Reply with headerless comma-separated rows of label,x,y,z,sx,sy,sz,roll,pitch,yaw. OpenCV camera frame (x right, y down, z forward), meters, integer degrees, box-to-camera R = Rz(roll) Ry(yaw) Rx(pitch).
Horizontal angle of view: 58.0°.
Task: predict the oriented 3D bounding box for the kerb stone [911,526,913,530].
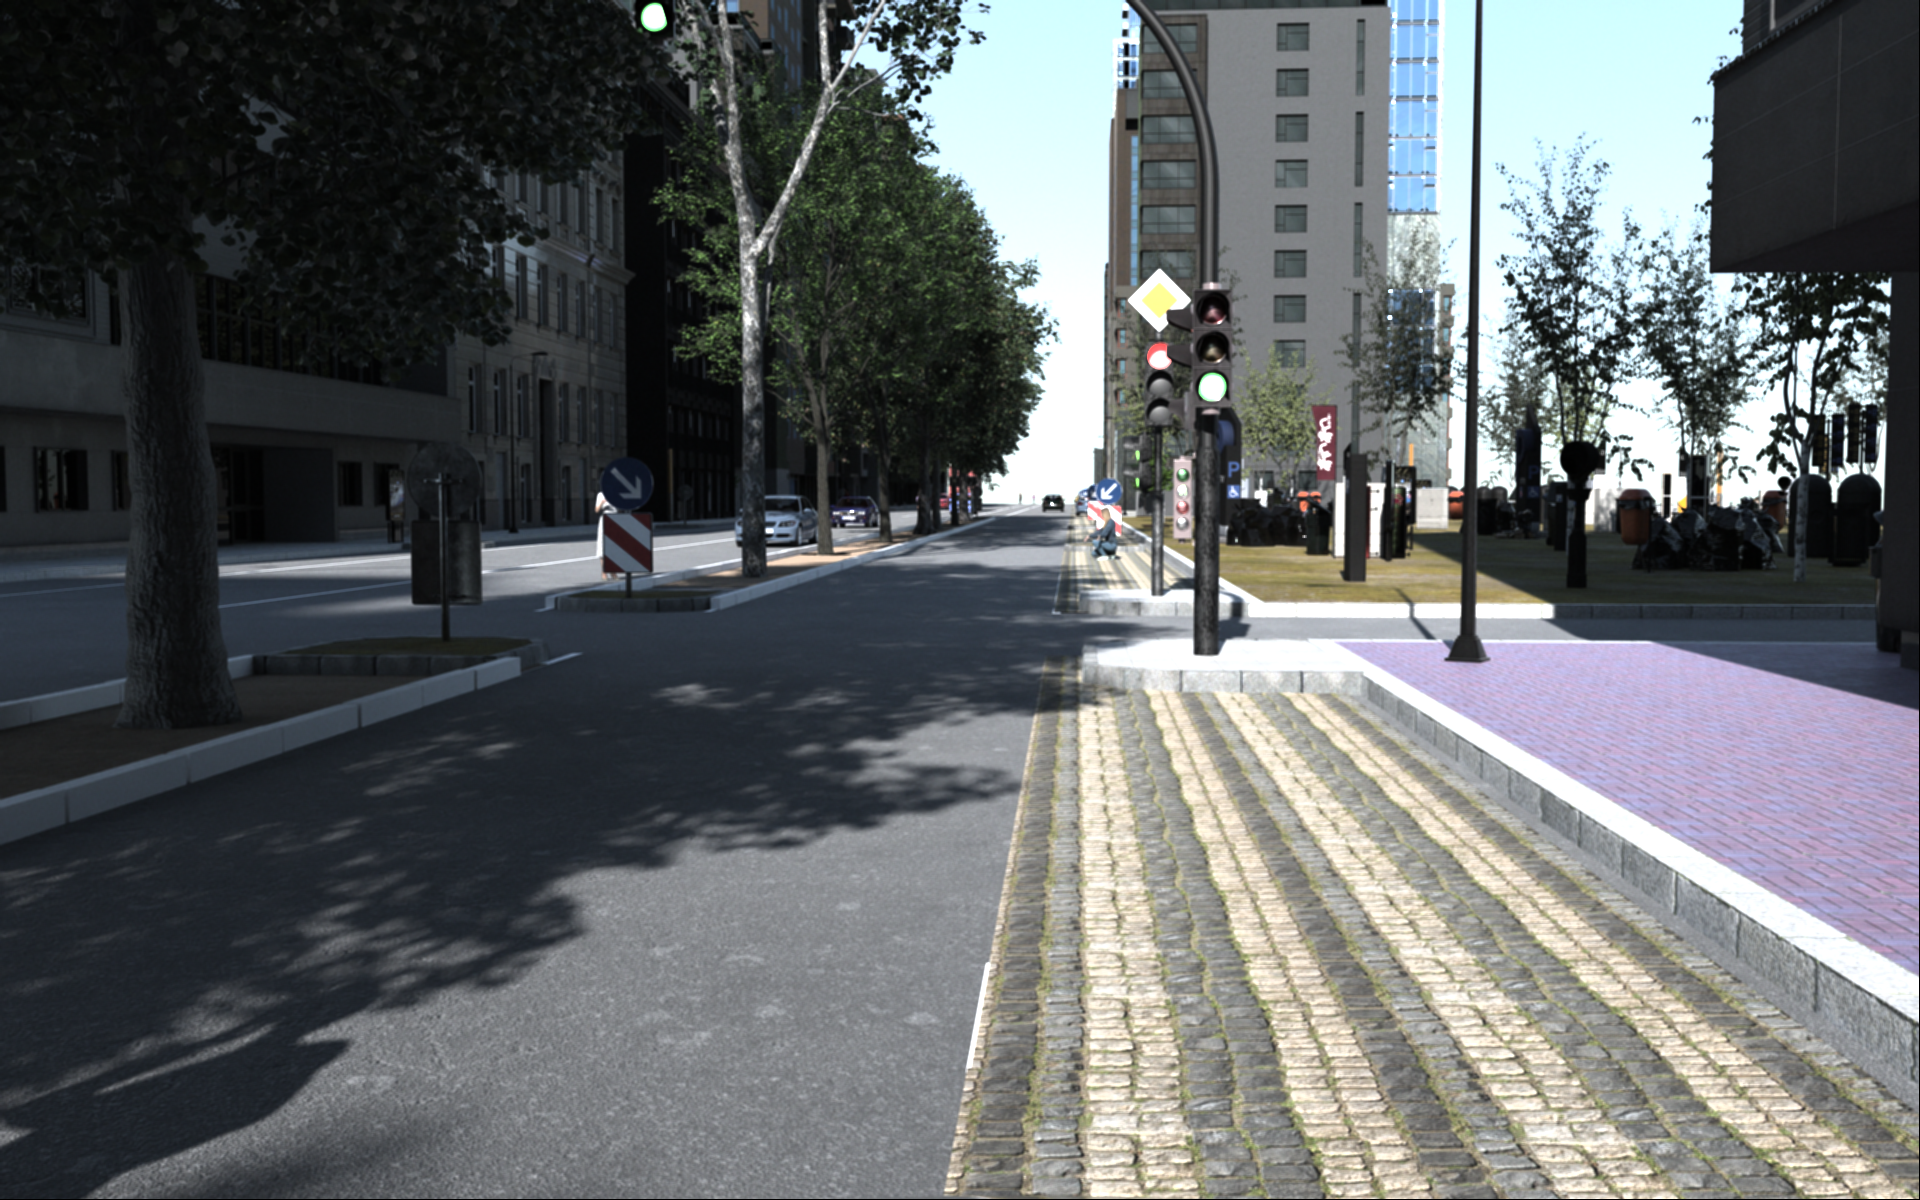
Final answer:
kerb stone,-2.046,-2.808,68.112,0.120,0.150,1.000,0,4,4

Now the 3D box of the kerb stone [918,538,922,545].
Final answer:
kerb stone,-1.232,-1.609,48.499,0.120,0.150,1.000,0,4,4

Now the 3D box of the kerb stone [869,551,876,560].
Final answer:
kerb stone,-1.980,-0.921,37.258,0.120,0.150,1.000,0,4,4

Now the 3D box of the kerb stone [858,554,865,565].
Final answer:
kerb stone,-2.114,-0.793,35.219,0.120,0.150,1.000,0,4,4

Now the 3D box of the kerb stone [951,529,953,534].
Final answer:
kerb stone,-0.428,-2.356,60.762,0.120,0.150,1.000,0,4,4

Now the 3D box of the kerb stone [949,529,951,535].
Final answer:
kerb stone,-0.497,-2.296,59.740,0.120,0.150,1.000,0,4,4

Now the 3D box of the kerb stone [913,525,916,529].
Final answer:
kerb stone,-1.977,-2.871,69.138,0.120,0.150,1.000,0,4,4

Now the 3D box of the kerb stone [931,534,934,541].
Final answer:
kerb stone,-0.968,-1.858,52.578,0.120,0.150,1.000,0,4,4

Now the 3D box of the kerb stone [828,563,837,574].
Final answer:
kerb stone,-2.385,-0.543,31.118,0.120,0.150,1.000,0,4,4

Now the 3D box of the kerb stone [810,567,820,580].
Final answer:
kerb stone,-2.525,-0.419,29.078,0.120,0.150,1.000,0,4,4

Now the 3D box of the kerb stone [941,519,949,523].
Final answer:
kerb stone,-0.763,-3.996,87.522,0.120,0.150,1.000,0,4,4

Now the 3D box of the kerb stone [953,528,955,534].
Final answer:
kerb stone,-0.351,-2.421,61.781,0.120,0.150,1.000,0,4,4

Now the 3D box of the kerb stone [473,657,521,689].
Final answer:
kerb stone,-3.565,0.558,13.188,0.120,0.150,1.000,0,4,4

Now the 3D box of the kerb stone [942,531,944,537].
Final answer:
kerb stone,-0.699,-2.107,56.666,0.120,0.150,1.000,0,4,4

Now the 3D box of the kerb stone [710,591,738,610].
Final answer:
kerb stone,-2.994,0.017,21.910,0.120,0.150,1.000,0,4,4

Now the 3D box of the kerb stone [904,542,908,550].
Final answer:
kerb stone,-1.510,-1.359,44.407,0.120,0.150,1.000,0,4,4

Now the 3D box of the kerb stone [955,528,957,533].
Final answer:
kerb stone,-0.285,-2.483,62.801,0.120,0.150,1.000,0,4,4

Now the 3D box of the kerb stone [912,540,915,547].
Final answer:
kerb stone,-1.378,-1.479,46.460,0.120,0.150,1.000,0,4,4

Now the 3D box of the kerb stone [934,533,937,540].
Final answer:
kerb stone,-0.899,-1.921,53.597,0.120,0.150,1.000,0,4,4

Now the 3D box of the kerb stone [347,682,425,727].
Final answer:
kerb stone,-3.703,0.676,11.138,0.120,0.150,1.000,0,4,4

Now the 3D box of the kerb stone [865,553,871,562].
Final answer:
kerb stone,-2.043,-0.859,36.238,0.120,0.150,1.000,0,4,4

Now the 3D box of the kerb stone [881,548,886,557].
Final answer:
kerb stone,-1.851,-1.046,39.301,0.120,0.150,1.000,0,4,4

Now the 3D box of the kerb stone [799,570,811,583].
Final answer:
kerb stone,-2.588,-0.358,28.050,0.120,0.150,1.000,0,4,4

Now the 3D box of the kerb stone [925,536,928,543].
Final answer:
kerb stone,-1.102,-1.733,50.538,0.120,0.150,1.000,0,4,4

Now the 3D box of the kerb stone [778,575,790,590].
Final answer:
kerb stone,-2.726,-0.233,26.005,0.120,0.150,1.000,0,4,4

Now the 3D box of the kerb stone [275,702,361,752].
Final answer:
kerb stone,-3.781,0.746,10.117,0.120,0.150,1.000,0,4,4

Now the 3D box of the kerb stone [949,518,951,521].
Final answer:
kerb stone,-0.702,-4.057,88.545,0.120,0.150,1.000,0,4,4

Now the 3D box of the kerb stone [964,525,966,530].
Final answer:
kerb stone,0.049,-2.796,67.918,0.120,0.150,1.000,0,4,4

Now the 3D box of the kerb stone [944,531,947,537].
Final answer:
kerb stone,-0.622,-2.171,57.692,0.120,0.150,1.000,0,4,4

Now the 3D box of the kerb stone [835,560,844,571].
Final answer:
kerb stone,-2.324,-0.606,32.149,0.120,0.150,1.000,0,4,4

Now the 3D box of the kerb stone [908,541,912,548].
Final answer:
kerb stone,-1.436,-1.417,45.434,0.120,0.150,1.000,0,4,4

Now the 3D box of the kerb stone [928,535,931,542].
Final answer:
kerb stone,-1.039,-1.796,51.558,0.120,0.150,1.000,0,4,4

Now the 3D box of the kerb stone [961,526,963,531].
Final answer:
kerb stone,-0.086,-2.671,65.867,0.120,0.150,1.000,0,4,4

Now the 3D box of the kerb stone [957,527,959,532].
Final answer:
kerb stone,-0.221,-2.546,63.821,0.120,0.150,1.000,0,4,4

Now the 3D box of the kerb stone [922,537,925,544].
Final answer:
kerb stone,-1.170,-1.671,49.519,0.120,0.150,1.000,0,4,4

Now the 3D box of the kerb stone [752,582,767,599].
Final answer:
kerb stone,-2.857,-0.108,23.958,0.120,0.150,1.000,0,4,4

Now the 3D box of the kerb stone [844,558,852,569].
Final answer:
kerb stone,-2.245,-0.671,33.169,0.120,0.150,1.000,0,4,4

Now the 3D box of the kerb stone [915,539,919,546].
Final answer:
kerb stone,-1.304,-1.541,47.479,0.120,0.150,1.000,0,4,4

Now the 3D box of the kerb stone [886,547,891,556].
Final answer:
kerb stone,-1.778,-1.107,40.320,0.120,0.150,1.000,0,4,4

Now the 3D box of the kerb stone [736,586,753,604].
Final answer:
kerb stone,-2.925,-0.045,22.938,0.120,0.150,1.000,0,4,4

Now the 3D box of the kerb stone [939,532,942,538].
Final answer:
kerb stone,-0.753,-2.046,55.644,0.120,0.150,1.000,0,4,4

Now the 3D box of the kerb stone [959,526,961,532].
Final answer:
kerb stone,-0.156,-2.608,64.844,0.120,0.150,1.000,0,4,4

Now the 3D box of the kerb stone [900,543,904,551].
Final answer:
kerb stone,-1.579,-1.296,43.387,0.120,0.150,1.000,0,4,4

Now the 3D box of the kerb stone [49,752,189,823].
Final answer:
kerb stone,-3.909,0.867,8.049,0.120,0.150,1.000,0,4,4

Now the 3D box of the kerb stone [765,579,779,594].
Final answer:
kerb stone,-2.794,-0.171,24.985,0.120,0.150,1.000,0,4,4

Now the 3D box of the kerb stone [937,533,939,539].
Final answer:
kerb stone,-0.832,-1.980,54.625,0.120,0.150,1.000,0,4,4

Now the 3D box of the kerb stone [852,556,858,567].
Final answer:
kerb stone,-2.182,-0.734,34.199,0.120,0.150,1.000,0,4,4

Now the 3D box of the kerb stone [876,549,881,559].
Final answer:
kerb stone,-1.913,-0.984,38.281,0.120,0.150,1.000,0,4,4

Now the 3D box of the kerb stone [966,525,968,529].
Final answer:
kerb stone,0.109,-2.859,68.943,0.120,0.150,1.000,0,4,4

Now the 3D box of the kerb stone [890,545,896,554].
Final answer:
kerb stone,-1.707,-1.171,41.343,0.120,0.150,1.000,0,4,4

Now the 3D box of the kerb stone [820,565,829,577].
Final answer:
kerb stone,-2.452,-0.483,30.098,0.120,0.150,1.000,0,4,4

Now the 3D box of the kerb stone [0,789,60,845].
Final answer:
kerb stone,-3.980,0.928,7.029,0.120,0.150,1.000,0,4,4

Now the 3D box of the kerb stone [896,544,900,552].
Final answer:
kerb stone,-1.644,-1.234,42.363,0.120,0.150,1.000,0,4,4

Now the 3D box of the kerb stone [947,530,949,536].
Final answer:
kerb stone,-0.553,-2.222,58.720,0.120,0.150,1.000,0,4,4

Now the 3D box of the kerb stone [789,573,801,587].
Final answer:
kerb stone,-2.660,-0.296,27.030,0.120,0.150,1.000,0,4,4

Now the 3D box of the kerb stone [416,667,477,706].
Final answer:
kerb stone,-3.643,0.613,12.168,0.120,0.150,1.000,0,4,4

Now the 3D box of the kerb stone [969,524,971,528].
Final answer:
kerb stone,0.249,-2.985,71.003,0.120,0.150,1.000,0,4,4

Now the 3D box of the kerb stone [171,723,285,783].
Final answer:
kerb stone,-3.841,0.802,9.089,0.120,0.150,1.000,0,4,4
